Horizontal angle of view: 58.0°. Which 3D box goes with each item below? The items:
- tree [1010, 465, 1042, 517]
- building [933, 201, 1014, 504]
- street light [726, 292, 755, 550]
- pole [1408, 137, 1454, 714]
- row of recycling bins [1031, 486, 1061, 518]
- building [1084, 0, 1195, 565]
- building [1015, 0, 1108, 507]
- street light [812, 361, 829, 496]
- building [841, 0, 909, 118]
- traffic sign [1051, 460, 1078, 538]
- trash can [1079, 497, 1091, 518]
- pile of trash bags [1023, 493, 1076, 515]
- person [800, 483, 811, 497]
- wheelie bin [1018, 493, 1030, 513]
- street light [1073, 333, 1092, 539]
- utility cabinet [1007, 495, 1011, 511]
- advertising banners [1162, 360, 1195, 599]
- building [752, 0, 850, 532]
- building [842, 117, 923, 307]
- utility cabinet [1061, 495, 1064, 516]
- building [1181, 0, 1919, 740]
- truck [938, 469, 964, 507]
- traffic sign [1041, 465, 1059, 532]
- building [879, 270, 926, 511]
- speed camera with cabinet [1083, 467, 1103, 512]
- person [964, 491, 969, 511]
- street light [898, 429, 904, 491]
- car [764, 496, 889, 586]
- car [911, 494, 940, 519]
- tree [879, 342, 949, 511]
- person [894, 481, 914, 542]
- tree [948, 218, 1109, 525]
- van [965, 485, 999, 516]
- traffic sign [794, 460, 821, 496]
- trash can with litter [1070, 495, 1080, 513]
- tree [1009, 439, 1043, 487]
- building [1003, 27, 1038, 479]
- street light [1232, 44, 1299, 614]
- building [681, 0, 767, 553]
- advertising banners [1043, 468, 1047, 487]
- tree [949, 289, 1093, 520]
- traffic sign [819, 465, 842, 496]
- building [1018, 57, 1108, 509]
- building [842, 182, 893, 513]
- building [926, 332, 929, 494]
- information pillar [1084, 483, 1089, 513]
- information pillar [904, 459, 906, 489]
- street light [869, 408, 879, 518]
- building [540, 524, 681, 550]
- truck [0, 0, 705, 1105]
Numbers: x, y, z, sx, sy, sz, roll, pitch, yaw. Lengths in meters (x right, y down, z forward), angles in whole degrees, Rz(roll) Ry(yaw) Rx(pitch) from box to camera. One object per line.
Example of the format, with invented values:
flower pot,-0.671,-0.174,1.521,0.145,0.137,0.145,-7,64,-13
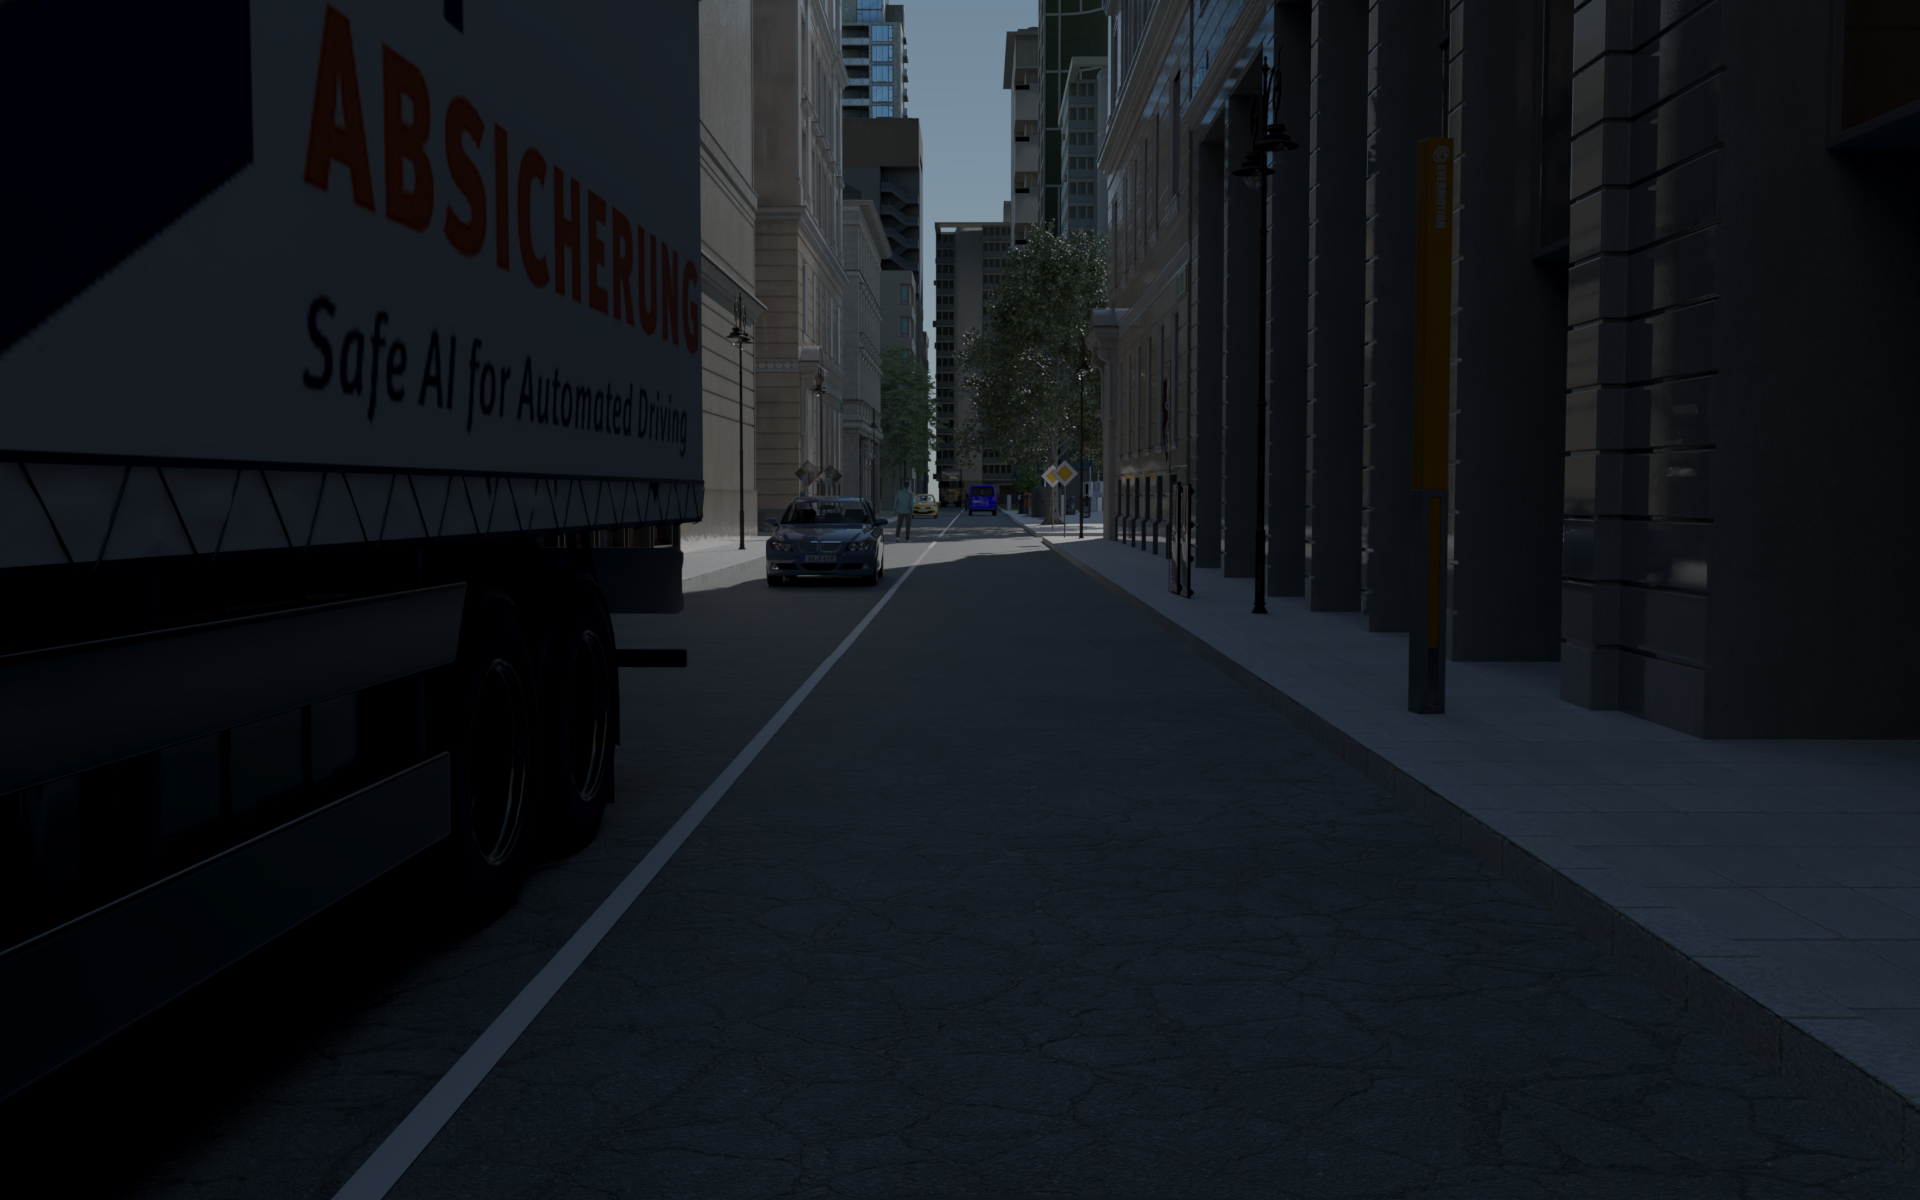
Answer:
tree,3.963,-7.081,110.379,1.663,3.219,1.824,0,3,0
building,8.450,-33.045,232.166,23.993,40.220,32.217,0,4,1
street light,-5.035,-4.102,39.853,0.468,5.910,1.993,0,4,1
pole,2.738,-0.992,10.067,0.158,3.312,0.155,0,3,0
row of recycling bins,4.714,-5.385,95.153,1.069,1.692,3.534,1,4,20
building,10.337,-15.554,40.213,13.634,28.700,20.117,0,4,1
building,16.018,-44.781,170.414,20.563,71.187,20.611,0,4,1
street light,-4.810,-5.340,60.092,0.468,5.910,1.993,0,4,1
building,-19.823,-55.940,227.282,31.000,86.520,22.319,0,4,1
traffic sign,3.071,-2.886,50.826,0.795,2.450,0.064,0,4,1
trash can,6.697,-4.956,92.684,0.748,1.137,0.748,0,3,0
pile of trash bags,5.527,-5.923,106.596,3.447,1.369,1.912,1,4,19
person,-5.024,-2.918,56.236,0.581,1.822,0.654,-2,4,-28
wheelie bin,4.250,-6.439,113.183,0.980,1.594,0.693,-3,5,-44
street light,3.506,-4.715,49.879,0.468,5.910,1.993,0,4,1
utility cabinet,3.773,-7.471,133.317,0.306,1.237,1.020,0,4,-1
advertising banners,2.768,-1.585,22.099,0.090,3.025,2.074,0,4,-2
building,-11.518,-17.247,67.895,13.634,28.700,20.117,0,4,1
building,-11.623,-33.782,202.442,14.200,45.320,14.600,0,4,1
utility cabinet,5.713,-5.581,102.404,0.306,1.237,1.020,3,5,43
building,9.332,-14.543,15.276,11.434,29.767,29.804,0,4,1
truck,-0.992,-12.521,193.634,2.839,4.237,11.283,0,3,0
traffic sign,3.150,-3.374,58.811,0.795,2.450,0.064,0,4,1
building,-17.392,-18.577,148.765,27.650,21.520,28.899,0,4,1
speed camera with cabinet,9.648,-8.069,126.263,0.660,3.252,2.038,2,4,33
person,0.648,-8.648,150.693,0.445,1.727,0.742,-3,5,-44
street light,-4.222,-9.200,123.199,0.468,5.910,1.993,0,4,1
car,-2.173,-1.018,28.640,2.014,1.417,4.499,0,4,-1
car,-2.166,-5.648,102.575,2.015,1.641,3.980,0,4,0
tree,-4.540,-12.953,129.911,7.486,12.596,7.792,0,3,0
person,-1.675,-2.616,51.291,0.660,1.820,0.620,1,4,17
tree,3.992,-9.484,72.065,9.611,12.733,9.660,0,3,0
van,1.494,-6.815,115.814,2.240,2.365,5.245,0,3,0
traffic sign,-4.473,-2.892,50.921,0.795,2.450,0.064,0,4,1
trash can with litter,8.102,-6.707,120.721,1.678,1.210,2.233,2,4,30
tree,5.038,-11.285,134.865,4.360,8.622,3.978,0,3,0
building,19.357,-37.047,194.953,28.713,52.752,27.495,0,4,1
street light,3.222,-2.792,18.443,0.468,5.910,1.993,0,4,1
building,-20.183,-12.794,42.469,30.059,22.955,16.112,0,4,1
advertising banners,6.080,-7.360,116.522,0.090,3.025,2.074,2,4,30
tree,4.356,-10.821,87.286,12.009,13.543,11.850,0,3,0
traffic sign,-4.394,-3.380,58.906,0.795,2.450,0.064,0,4,1
building,21.276,-27.931,148.549,32.217,40.220,23.993,0,4,1
building,-10.053,-15.135,98.368,10.553,20.767,40.483,0,4,1
building,-17.428,-20.401,178.599,27.650,21.520,28.899,0,4,1
information pillar,8.468,-6.813,115.881,0.304,2.012,0.304,0,4,-6
information pillar,-3.691,-7.660,116.590,0.183,3.616,0.504,0,4,6
street light,-4.545,-7.262,91.529,0.468,5.910,1.993,0,4,1
building,-11.420,-11.866,23.686,12.332,23.373,15.834,0,4,1
truck,-2.756,-0.903,3.675,2.839,4.237,11.283,0,4,2
